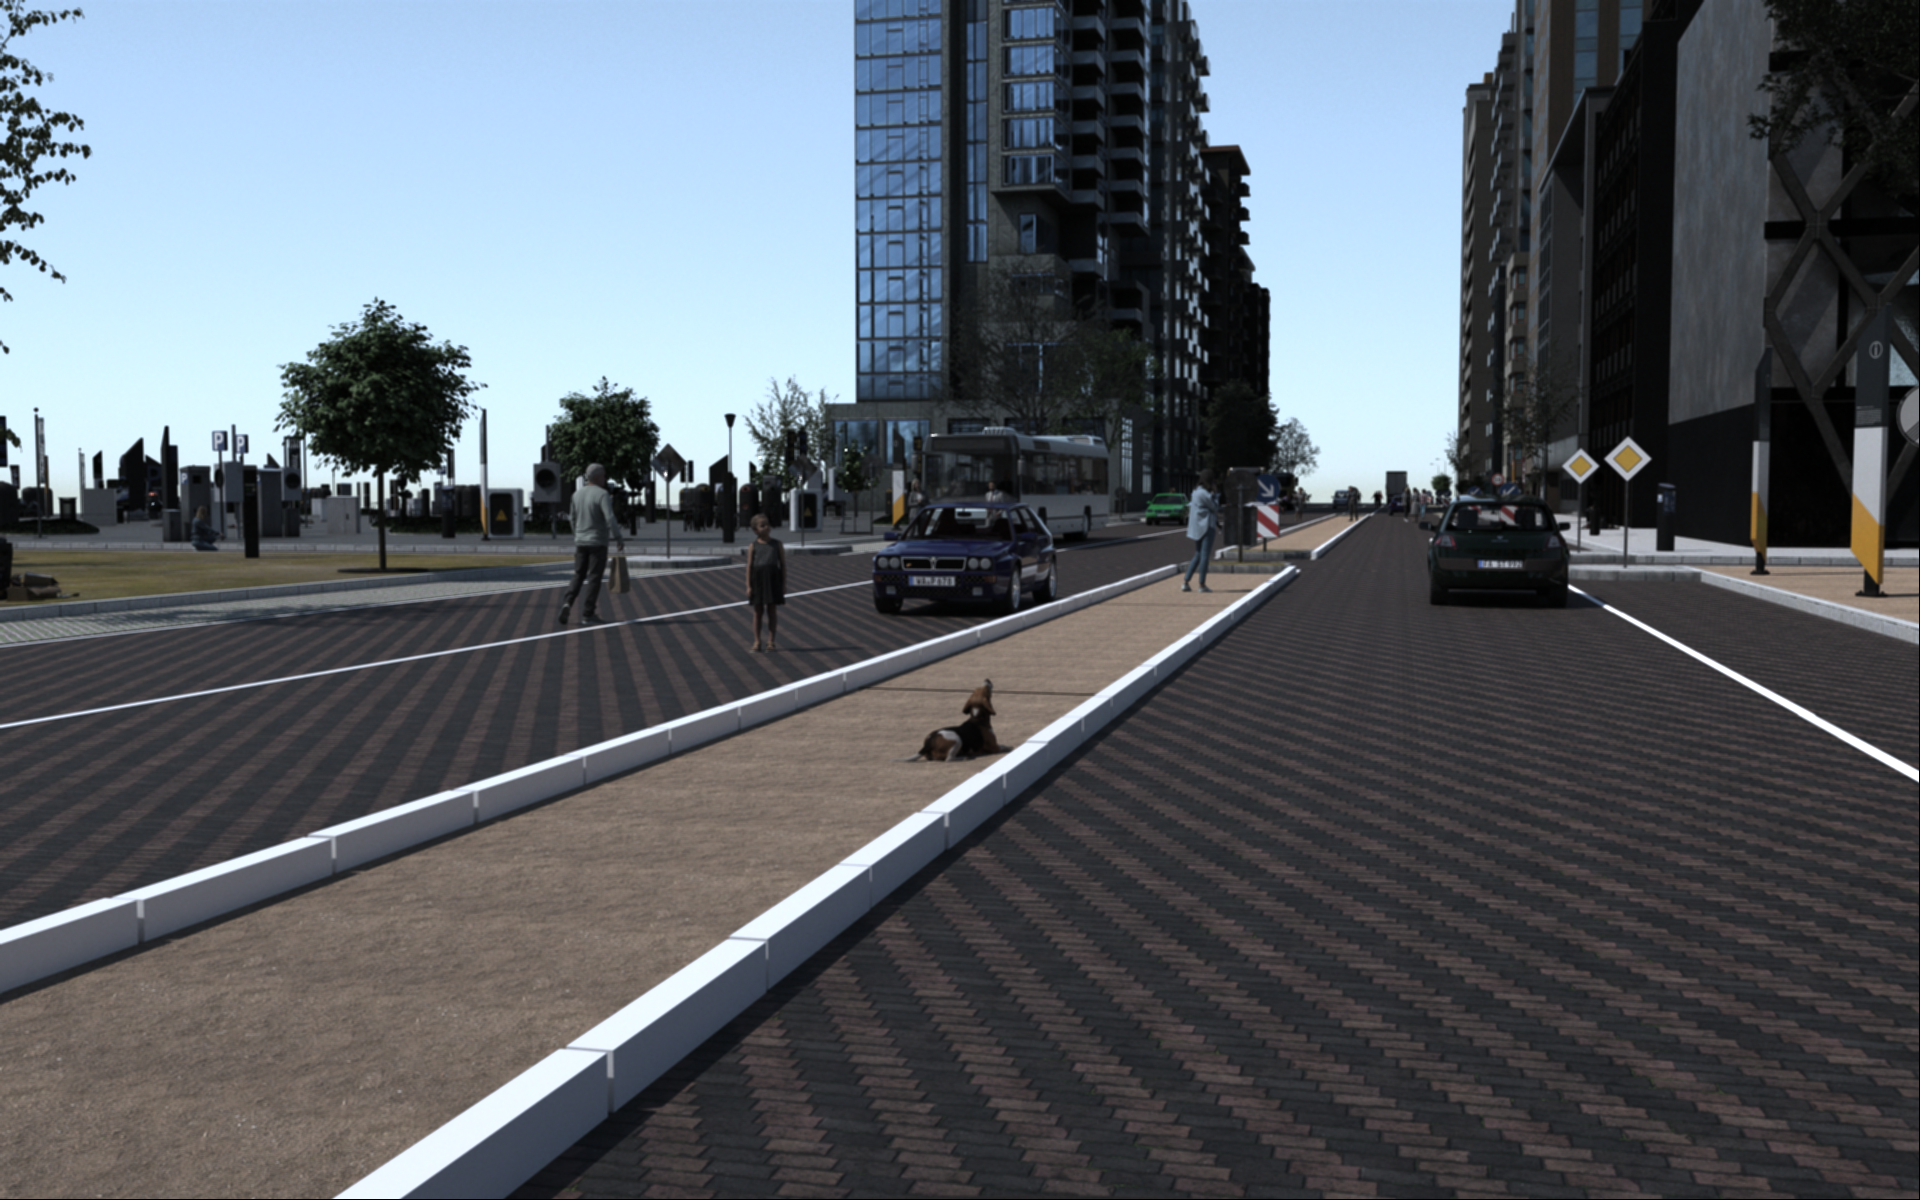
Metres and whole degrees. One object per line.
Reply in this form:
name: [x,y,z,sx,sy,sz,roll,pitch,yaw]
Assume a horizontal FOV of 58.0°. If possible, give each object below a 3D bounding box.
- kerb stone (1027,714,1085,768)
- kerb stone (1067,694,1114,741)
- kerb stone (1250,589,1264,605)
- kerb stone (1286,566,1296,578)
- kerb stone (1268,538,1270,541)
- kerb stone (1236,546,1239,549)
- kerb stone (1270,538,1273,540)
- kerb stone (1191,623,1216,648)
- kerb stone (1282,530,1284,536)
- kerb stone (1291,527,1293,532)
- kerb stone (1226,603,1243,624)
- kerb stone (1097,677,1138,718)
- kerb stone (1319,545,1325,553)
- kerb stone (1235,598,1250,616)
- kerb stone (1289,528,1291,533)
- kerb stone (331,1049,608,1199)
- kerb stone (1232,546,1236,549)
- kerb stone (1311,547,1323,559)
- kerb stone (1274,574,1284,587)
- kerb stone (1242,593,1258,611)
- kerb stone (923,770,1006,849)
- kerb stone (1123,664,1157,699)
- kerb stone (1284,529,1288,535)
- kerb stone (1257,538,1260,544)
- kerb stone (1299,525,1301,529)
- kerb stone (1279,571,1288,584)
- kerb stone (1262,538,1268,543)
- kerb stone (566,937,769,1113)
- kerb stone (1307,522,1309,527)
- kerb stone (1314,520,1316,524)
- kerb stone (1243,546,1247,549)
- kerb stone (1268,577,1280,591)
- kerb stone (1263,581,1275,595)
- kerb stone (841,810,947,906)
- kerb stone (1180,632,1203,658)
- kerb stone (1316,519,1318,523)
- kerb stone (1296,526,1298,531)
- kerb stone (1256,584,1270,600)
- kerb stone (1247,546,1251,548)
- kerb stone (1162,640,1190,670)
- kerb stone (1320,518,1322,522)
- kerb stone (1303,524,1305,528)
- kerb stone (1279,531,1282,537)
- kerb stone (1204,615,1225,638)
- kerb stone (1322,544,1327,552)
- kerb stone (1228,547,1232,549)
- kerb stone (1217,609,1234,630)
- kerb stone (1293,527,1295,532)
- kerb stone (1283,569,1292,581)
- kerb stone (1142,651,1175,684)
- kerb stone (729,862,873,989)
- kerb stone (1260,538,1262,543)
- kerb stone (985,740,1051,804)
kerb stone: [0.522,0.778,9.478,0.120,0.150,1.000,1,4,14]
kerb stone: [0.775,0.718,10.480,0.120,0.150,1.000,1,4,14]
kerb stone: [3.800,-0.012,22.418,0.120,0.150,1.000,1,4,14]
kerb stone: [5.560,-0.439,29.374,0.120,0.150,1.000,1,4,14]
kerb stone: [9.186,-1.837,52.250,0.120,0.150,1.000,1,4,14]
kerb stone: [6.680,-1.227,42.321,0.120,0.150,1.000,1,4,14]
kerb stone: [9.438,-1.899,53.249,0.120,0.150,1.000,1,4,14]
kerb stone: [2.291,0.352,16.445,0.120,0.150,1.000,1,4,14]
kerb stone: [10.696,-2.203,58.218,0.120,0.150,1.000,1,4,14]
kerb stone: [11.962,-2.508,63.194,0.120,0.150,1.000,1,4,14]
kerb stone: [3.046,0.169,19.434,0.120,0.150,1.000,1,4,14]
kerb stone: [1.028,0.656,11.472,0.120,0.150,1.000,1,4,14]
kerb stone: [8.455,-1.136,40.803,0.120,0.150,1.000,1,4,14]
kerb stone: [3.294,0.109,20.437,0.120,0.150,1.000,1,4,14]
kerb stone: [11.707,-2.446,62.193,0.120,0.150,1.000,1,4,14]
kerb stone: [-0.991,1.143,3.510,0.120,0.150,1.000,1,4,14]
kerb stone: [6.422,-1.170,41.326,0.120,0.150,1.000,1,4,14]
kerb stone: [8.207,-1.077,39.808,0.120,0.150,1.000,1,4,14]
kerb stone: [4.807,-0.256,26.393,0.120,0.150,1.000,1,4,14]
kerb stone: [3.551,0.047,21.426,0.120,0.150,1.000,1,4,14]
kerb stone: [0.019,0.900,7.478,0.120,0.150,1.000,1,4,14]
kerb stone: [1.274,0.600,12.469,0.120,0.150,1.000,1,4,14]
kerb stone: [11.208,-2.325,60.208,0.120,0.150,1.000,1,4,14]
kerb stone: [8.188,-1.595,48.280,0.120,0.150,1.000,1,4,14]
kerb stone: [13.218,-2.811,68.165,0.120,0.150,1.000,1,4,14]
kerb stone: [5.059,-0.317,27.385,0.120,0.150,1.000,1,4,14]
kerb stone: [8.935,-1.772,51.258,0.120,0.150,1.000,1,4,14]
kerb stone: [-0.737,1.085,4.505,0.120,0.150,1.000,1,4,14]
kerb stone: [14.729,-3.173,74.123,0.120,0.150,1.000,1,4,14]
kerb stone: [16.247,-3.538,80.092,0.120,0.150,1.000,1,4,14]
kerb stone: [7.180,-1.352,44.311,0.120,0.150,1.000,1,4,14]
kerb stone: [4.557,-0.196,25.395,0.120,0.150,1.000,1,4,14]
kerb stone: [4.301,-0.135,24.405,0.120,0.150,1.000,1,4,14]
kerb stone: [-0.242,0.962,6.489,0.120,0.150,1.000,1,4,14]
kerb stone: [2.031,0.420,15.456,0.120,0.150,1.000,1,4,14]
kerb stone: [16.744,-3.660,82.074,0.120,0.150,1.000,1,4,14]
kerb stone: [12.715,-2.690,66.176,0.120,0.150,1.000,1,4,14]
kerb stone: [4.053,-0.074,23.408,0.120,0.150,1.000,1,4,14]
kerb stone: [7.432,-1.413,45.302,0.120,0.150,1.000,1,4,14]
kerb stone: [1.781,0.475,14.457,0.120,0.150,1.000,1,4,14]
kerb stone: [17.752,-3.900,86.044,0.120,0.150,1.000,1,4,14]
kerb stone: [13.975,-2.994,71.140,0.120,0.150,1.000,1,4,14]
kerb stone: [10.453,-2.142,57.225,0.120,0.150,1.000,1,4,14]
kerb stone: [2.538,0.291,17.439,0.120,0.150,1.000,1,4,14]
kerb stone: [8.711,-1.196,41.800,0.120,0.150,1.000,1,4,14]
kerb stone: [6.176,-1.105,40.323,0.120,0.150,1.000,1,4,14]
kerb stone: [2.786,0.234,18.435,0.120,0.150,1.000,1,4,14]
kerb stone: [12.217,-2.569,64.192,0.120,0.150,1.000,1,4,14]
kerb stone: [5.313,-0.373,28.382,0.120,0.150,1.000,1,4,14]
kerb stone: [1.532,0.534,13.465,0.120,0.150,1.000,1,4,14]
kerb stone: [-0.490,1.021,5.497,0.120,0.150,1.000,1,4,14]
kerb stone: [8.430,-1.655,49.274,0.120,0.150,1.000,1,4,14]
kerb stone: [0.274,0.843,8.474,0.120,0.150,1.000,1,4,14]
